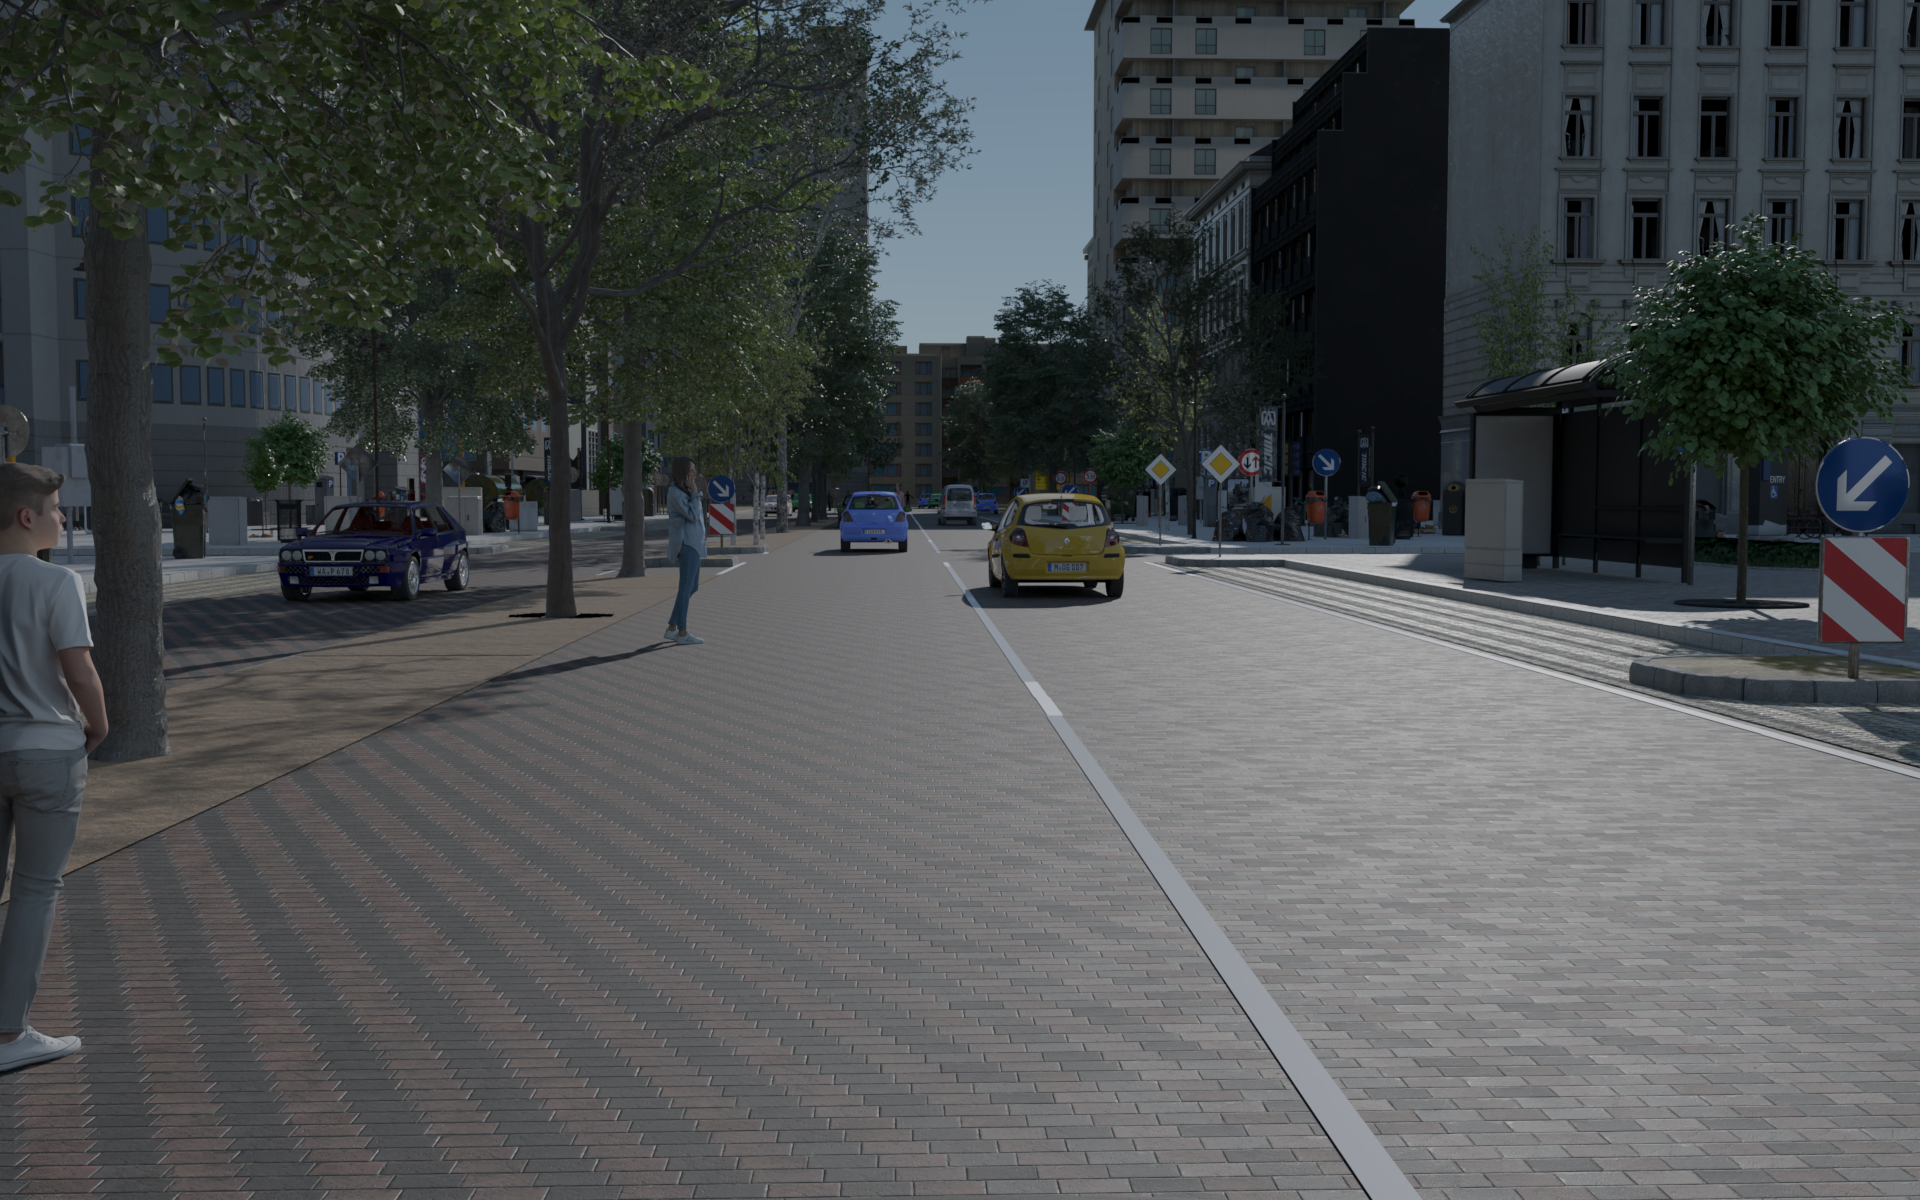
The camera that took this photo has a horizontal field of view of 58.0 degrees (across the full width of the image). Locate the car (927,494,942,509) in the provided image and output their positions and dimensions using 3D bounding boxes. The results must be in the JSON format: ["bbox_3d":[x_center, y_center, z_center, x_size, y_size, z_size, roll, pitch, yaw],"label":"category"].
[{"bbox_3d":[-2.184,-9.693,167.278,1.959,1.807,4.718,0,4,-3],"label":"car"}]

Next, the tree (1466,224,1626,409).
[{"bbox_3d":[15.612,-5.921,47.173,4.737,8.622,4.395,0,3,0],"label":"tree"}]

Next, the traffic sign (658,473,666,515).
[{"bbox_3d":[-18.510,-6.525,106.784,0.768,2.556,0.104,0,4,7],"label":"traffic sign"}]

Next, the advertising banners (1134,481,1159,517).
[{"bbox_3d":[10.337,-6.105,95.997,2.074,3.025,0.090,-1,4,-20],"label":"advertising banners"}]

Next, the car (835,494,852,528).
[{"bbox_3d":[-4.427,-4.010,75.350,2.009,1.686,4.222,0,4,-3],"label":"car"}]

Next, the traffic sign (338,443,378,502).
[{"bbox_3d":[-11.967,-1.884,34.452,0.795,2.450,0.064,0,4,-2],"label":"traffic sign"}]

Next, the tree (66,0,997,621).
[{"bbox_3d":[-4.579,-6.524,19.488,12.009,13.543,11.850,0,3,0],"label":"tree"}]

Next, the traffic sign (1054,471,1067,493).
[{"bbox_3d":[5.649,-5.944,97.296,0.768,2.556,0.104,0,4,-1],"label":"traffic sign"}]

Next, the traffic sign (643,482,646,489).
[{"bbox_3d":[-18.226,-6.138,94.225,2.265,3.308,0.079,0,4,0],"label":"traffic sign"}]

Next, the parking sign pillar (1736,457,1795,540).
[{"bbox_3d":[21.494,-3.525,46.110,1.447,3.967,1.447,-2,4,-34],"label":"parking sign pillar"}]

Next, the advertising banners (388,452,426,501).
[{"bbox_3d":[-22.528,-4.569,70.883,0.090,3.025,2.074,2,4,32],"label":"advertising banners"}]

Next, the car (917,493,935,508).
[{"bbox_3d":[-3.458,-10.281,177.683,1.945,1.707,3.694,0,4,-3],"label":"car"}]

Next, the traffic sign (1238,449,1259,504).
[{"bbox_3d":[8.190,-2.973,48.708,0.768,2.556,0.104,0,4,6],"label":"traffic sign"}]

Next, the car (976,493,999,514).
[{"bbox_3d":[1.834,-6.958,123.346,1.945,1.707,3.694,0,4,-1],"label":"car"}]

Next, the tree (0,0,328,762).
[{"bbox_3d":[-4.655,-5.437,9.475,7.486,12.596,7.792,0,3,0],"label":"tree"}]

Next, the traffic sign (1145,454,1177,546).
[{"bbox_3d":[4.976,-2.409,43.037,0.795,2.450,0.064,0,4,-2],"label":"traffic sign"}]

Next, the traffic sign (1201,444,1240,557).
[{"bbox_3d":[5.267,-1.921,35.057,0.795,2.450,0.064,0,4,-2],"label":"traffic sign"}]

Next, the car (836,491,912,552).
[{"bbox_3d":[-2.180,-2.103,43.970,1.945,1.707,3.694,0,4,-3],"label":"car"}]

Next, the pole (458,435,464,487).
[{"bbox_3d":[-17.278,-4.051,60.071,0.158,3.312,0.155,0,3,0],"label":"pole"}]

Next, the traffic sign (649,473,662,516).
[{"bbox_3d":[-18.008,-6.253,102.339,0.768,2.556,0.104,0,4,3],"label":"traffic sign"}]

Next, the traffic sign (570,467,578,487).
[{"bbox_3d":[-18.072,-4.904,80.285,0.768,2.556,0.104,0,4,-1],"label":"traffic sign"}]

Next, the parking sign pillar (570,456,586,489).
[{"bbox_3d":[-25.805,-7.795,115.919,1.447,3.967,1.447,3,5,39],"label":"parking sign pillar"}]

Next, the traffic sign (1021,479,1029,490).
[{"bbox_3d":[4.365,-6.978,116.217,0.606,2.300,0.079,0,4,4],"label":"traffic sign"}]

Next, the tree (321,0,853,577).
[{"bbox_3d":[-5.760,-6.689,29.944,7.486,12.596,7.792,0,3,0],"label":"tree"}]

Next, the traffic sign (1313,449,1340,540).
[{"bbox_3d":[10.307,-2.978,48.792,0.768,2.556,0.104,0,4,6],"label":"traffic sign"}]

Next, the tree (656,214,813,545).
[{"bbox_3d":[-5.791,-5.586,44.153,4.737,8.622,4.395,0,3,0],"label":"tree"}]

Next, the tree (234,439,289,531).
[{"bbox_3d":[-24.501,-4.078,61.274,1.663,3.219,1.824,0,3,0],"label":"tree"}]

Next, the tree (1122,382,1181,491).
[{"bbox_3d":[12.163,-9.869,111.722,4.737,8.622,4.395,0,3,0],"label":"tree"}]

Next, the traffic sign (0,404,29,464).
[{"bbox_3d":[-13.585,-1.498,24.606,0.768,2.556,0.104,0,4,5],"label":"traffic sign"}]

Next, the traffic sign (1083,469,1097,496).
[{"bbox_3d":[6.480,-5.256,86.045,0.768,2.556,0.104,0,4,3],"label":"traffic sign"}]

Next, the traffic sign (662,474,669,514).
[{"bbox_3d":[-18.733,-6.684,109.382,0.768,2.556,0.104,0,4,3],"label":"traffic sign"}]

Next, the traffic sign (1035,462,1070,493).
[{"bbox_3d":[5.939,-7.190,111.435,2.265,3.308,0.079,0,4,2],"label":"traffic sign"}]

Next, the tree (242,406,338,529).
[{"bbox_3d":[-25.020,-4.961,64.832,4.285,4.588,4.351,0,3,0],"label":"tree"}]

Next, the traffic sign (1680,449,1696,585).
[{"bbox_3d":[10.282,-1.480,24.303,0.768,2.556,0.104,0,4,1],"label":"traffic sign"}]

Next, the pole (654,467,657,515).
[{"bbox_3d":[-18.595,-6.840,105.676,0.158,3.312,0.155,0,3,0],"label":"pole"}]

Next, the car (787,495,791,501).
[{"bbox_3d":[-16.529,-9.147,161.918,2.083,1.381,4.827,0,4,-3],"label":"car"}]

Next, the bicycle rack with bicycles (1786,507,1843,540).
[{"bbox_3d":[23.907,-2.215,49.602,2.852,0.926,2.925,-3,5,-44],"label":"bicycle rack with bicycles"}]

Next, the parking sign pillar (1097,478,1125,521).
[{"bbox_3d":[7.317,-5.844,84.019,1.447,3.967,1.447,1,4,13],"label":"parking sign pillar"}]

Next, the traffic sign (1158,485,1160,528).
[{"bbox_3d":[7.538,-3.935,65.528,0.795,2.450,0.064,0,4,-1],"label":"traffic sign"}]

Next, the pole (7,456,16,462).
[{"bbox_3d":[-24.831,-3.150,45.353,0.158,3.312,0.155,0,3,0],"label":"pole"}]

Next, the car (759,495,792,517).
[{"bbox_3d":[-11.711,-5.995,110.374,2.083,1.381,4.827,0,4,-2],"label":"car"}]

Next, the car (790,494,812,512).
[{"bbox_3d":[-12.529,-7.882,137.662,1.959,1.807,4.718,0,4,-2],"label":"car"}]

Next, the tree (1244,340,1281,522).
[{"bbox_3d":[12.784,-7.842,78.583,4.360,8.622,3.978,0,3,0],"label":"tree"}]

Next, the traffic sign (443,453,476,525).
[{"bbox_3d":[-12.257,-2.372,42.432,0.795,2.450,0.064,0,4,-2],"label":"traffic sign"}]

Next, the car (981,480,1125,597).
[{"bbox_3d":[1.350,-0.935,25.513,2.015,1.641,3.980,0,4,-3],"label":"car"}]
